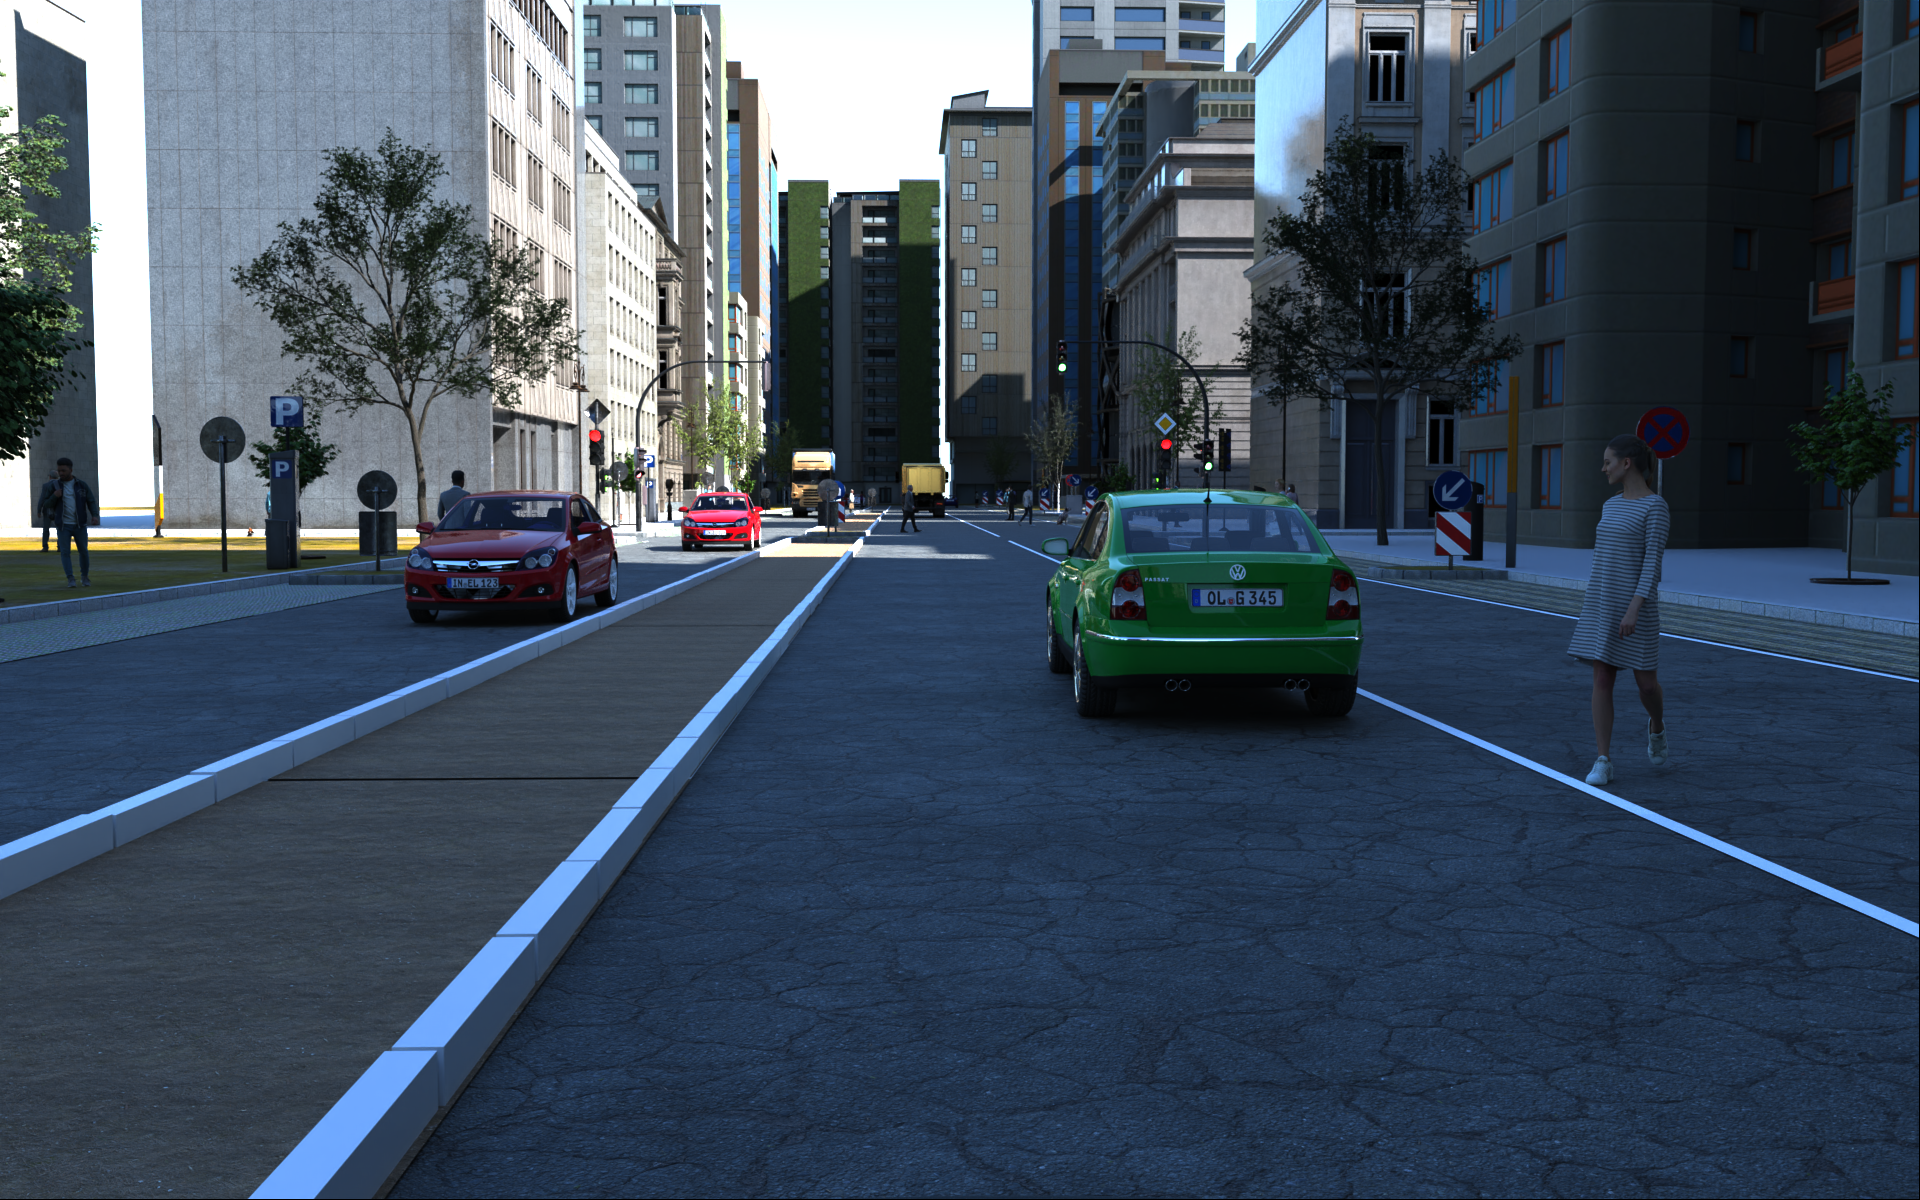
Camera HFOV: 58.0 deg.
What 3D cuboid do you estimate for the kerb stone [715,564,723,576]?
[{"bbox_3d":[-4.260,-0.478,30.018,0.120,0.150,1.000,0,4,-2],"label":"kerb stone"}]

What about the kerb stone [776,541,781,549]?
[{"bbox_3d":[-4.755,-1.355,44.347,0.120,0.150,1.000,0,4,-2],"label":"kerb stone"}]

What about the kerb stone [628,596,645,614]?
[{"bbox_3d":[-3.944,0.085,20.806,0.120,0.150,1.000,0,4,-2],"label":"kerb stone"}]

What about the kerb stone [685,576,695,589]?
[{"bbox_3d":[-4.121,-0.221,25.928,0.120,0.150,1.000,0,4,-2],"label":"kerb stone"}]

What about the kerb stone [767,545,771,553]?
[{"bbox_3d":[-4.655,-1.167,41.276,0.120,0.150,1.000,0,4,-2],"label":"kerb stone"}]

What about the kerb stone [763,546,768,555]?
[{"bbox_3d":[-4.615,-1.103,40.255,0.120,0.150,1.000,0,4,-2],"label":"kerb stone"}]

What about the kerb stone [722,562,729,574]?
[{"bbox_3d":[-4.294,-0.541,31.049,0.120,0.150,1.000,0,4,-2],"label":"kerb stone"}]

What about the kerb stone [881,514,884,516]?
[{"bbox_3d":[-4.490,-4.589,97.266,0.120,0.150,1.000,0,4,-2],"label":"kerb stone"}]

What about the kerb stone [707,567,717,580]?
[{"bbox_3d":[-4.218,-0.416,28.997,0.120,0.150,1.000,0,4,-2],"label":"kerb stone"}]

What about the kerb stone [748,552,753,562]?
[{"bbox_3d":[-4.471,-0.854,36.161,0.120,0.150,1.000,0,4,-2],"label":"kerb stone"}]

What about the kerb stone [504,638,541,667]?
[{"bbox_3d":[-3.734,0.462,14.645,0.120,0.150,1.000,0,4,-2],"label":"kerb stone"}]

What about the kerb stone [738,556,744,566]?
[{"bbox_3d":[-4.405,-0.729,34.118,0.120,0.150,1.000,0,4,-2],"label":"kerb stone"}]

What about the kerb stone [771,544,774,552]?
[{"bbox_3d":[-4.691,-1.226,42.299,0.120,0.150,1.000,0,4,-2],"label":"kerb stone"}]

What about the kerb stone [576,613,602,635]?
[{"bbox_3d":[-3.839,0.274,17.729,0.120,0.150,1.000,0,4,-2],"label":"kerb stone"}]

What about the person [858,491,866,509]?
[{"bbox_3d":[-9.603,-9.739,168.413,0.721,1.739,1.217,3,5,43],"label":"person"}]

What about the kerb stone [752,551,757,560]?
[{"bbox_3d":[-4.508,-0.916,37.183,0.120,0.150,1.000,0,4,-2],"label":"kerb stone"}]

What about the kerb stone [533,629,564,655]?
[{"bbox_3d":[-3.766,0.399,15.676,0.120,0.150,1.000,0,4,-2],"label":"kerb stone"}]

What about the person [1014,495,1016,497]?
[{"bbox_3d":[5.548,-11.064,186.898,0.705,1.831,1.348,-3,5,-44],"label":"person"}]

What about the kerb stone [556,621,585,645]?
[{"bbox_3d":[-3.798,0.336,16.699,0.120,0.150,1.000,0,4,-2],"label":"kerb stone"}]

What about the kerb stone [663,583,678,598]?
[{"bbox_3d":[-4.050,-0.103,23.881,0.120,0.150,1.000,0,4,-2],"label":"kerb stone"}]

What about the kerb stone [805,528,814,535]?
[{"bbox_3d":[-5.343,-2.393,61.328,0.120,0.150,1.000,0,4,-2],"label":"kerb stone"}]

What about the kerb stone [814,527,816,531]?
[{"bbox_3d":[-5.377,-2.456,62.352,0.120,0.150,1.000,0,4,-2],"label":"kerb stone"}]

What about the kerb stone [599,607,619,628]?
[{"bbox_3d":[-3.863,0.215,18.751,0.120,0.150,1.000,0,4,-2],"label":"kerb stone"}]

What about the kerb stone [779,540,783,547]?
[{"bbox_3d":[-4.791,-1.417,45.368,0.120,0.150,1.000,0,4,-2],"label":"kerb stone"}]

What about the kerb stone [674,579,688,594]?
[{"bbox_3d":[-4.077,-0.166,24.903,0.120,0.150,1.000,0,4,-2],"label":"kerb stone"}]

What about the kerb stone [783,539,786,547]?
[{"bbox_3d":[-4.835,-1.480,46.389,0.120,0.150,1.000,0,4,-2],"label":"kerb stone"}]

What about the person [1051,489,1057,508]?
[{"bbox_3d":[8.408,-9.049,154.447,0.568,1.767,0.683,-1,4,-16],"label":"person"}]

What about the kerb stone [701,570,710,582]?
[{"bbox_3d":[-4.200,-0.352,27.972,0.120,0.150,1.000,0,4,-2],"label":"kerb stone"}]

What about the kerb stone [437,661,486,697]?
[{"bbox_3d":[-3.648,0.587,12.600,0.120,0.150,1.000,0,4,-2],"label":"kerb stone"}]

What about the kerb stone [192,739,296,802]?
[{"bbox_3d":[-3.508,0.838,8.494,0.120,0.150,1.000,0,4,-2],"label":"kerb stone"}]

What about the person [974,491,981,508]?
[{"bbox_3d":[1.807,-10.325,178.095,0.721,1.735,1.217,-2,4,-32],"label":"person"}]

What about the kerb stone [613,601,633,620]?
[{"bbox_3d":[-3.903,0.148,19.775,0.120,0.150,1.000,0,4,-2],"label":"kerb stone"}]

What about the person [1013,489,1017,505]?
[{"bbox_3d":[6.491,-12.135,204.315,0.709,1.838,0.599,3,5,41],"label":"person"}]

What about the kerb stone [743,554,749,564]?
[{"bbox_3d":[-4.439,-0.792,35.139,0.120,0.150,1.000,0,4,-2],"label":"kerb stone"}]

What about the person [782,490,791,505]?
[{"bbox_3d":[-20.089,-11.858,200.648,1.217,1.735,0.721,0,4,2],"label":"person"}]

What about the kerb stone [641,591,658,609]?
[{"bbox_3d":[-3.976,0.023,21.828,0.120,0.150,1.000,0,4,-2],"label":"kerb stone"}]

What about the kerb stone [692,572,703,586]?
[{"bbox_3d":[-4.155,-0.291,26.951,0.120,0.150,1.000,0,4,-2],"label":"kerb stone"}]

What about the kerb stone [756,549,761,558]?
[{"bbox_3d":[-4.549,-0.975,38.204,0.120,0.150,1.000,0,4,-2],"label":"kerb stone"}]

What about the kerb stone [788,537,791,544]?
[{"bbox_3d":[-4.900,-1.605,48.432,0.120,0.150,1.000,0,4,-2],"label":"kerb stone"}]

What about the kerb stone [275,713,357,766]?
[{"bbox_3d":[-3.546,0.775,9.517,0.120,0.150,1.000,0,4,-2],"label":"kerb stone"}]

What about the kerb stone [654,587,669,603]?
[{"bbox_3d":[-4.005,-0.041,22.860,0.120,0.150,1.000,0,4,-2],"label":"kerb stone"}]

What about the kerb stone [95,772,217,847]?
[{"bbox_3d":[-3.472,0.909,7.466,0.120,0.150,1.000,0,4,-2],"label":"kerb stone"}]

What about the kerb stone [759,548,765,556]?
[{"bbox_3d":[-4.577,-1.040,39.234,0.120,0.150,1.000,0,4,-2],"label":"kerb stone"}]

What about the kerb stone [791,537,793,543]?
[{"bbox_3d":[-4.931,-1.667,49.461,0.120,0.150,1.000,0,4,-2],"label":"kerb stone"}]

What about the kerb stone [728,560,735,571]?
[{"bbox_3d":[-4.331,-0.604,32.076,0.120,0.150,1.000,0,4,-2],"label":"kerb stone"}]

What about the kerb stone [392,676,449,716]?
[{"bbox_3d":[-3.620,0.650,11.561,0.120,0.150,1.000,0,4,-2],"label":"kerb stone"}]

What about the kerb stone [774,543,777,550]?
[{"bbox_3d":[-4.727,-1.292,43.322,0.120,0.150,1.000,0,4,-2],"label":"kerb stone"}]

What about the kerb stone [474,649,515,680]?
[{"bbox_3d":[-3.691,0.524,13.621,0.120,0.150,1.000,0,4,-2],"label":"kerb stone"}]

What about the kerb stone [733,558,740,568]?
[{"bbox_3d":[-4.365,-0.662,33.097,0.120,0.150,1.000,0,4,-2],"label":"kerb stone"}]

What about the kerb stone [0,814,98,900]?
[{"bbox_3d":[-3.439,0.963,6.443,0.120,0.150,1.000,0,4,-2],"label":"kerb stone"}]

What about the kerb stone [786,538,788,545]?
[{"bbox_3d":[-4.861,-1.542,47.410,0.120,0.150,1.000,0,4,-2],"label":"kerb stone"}]

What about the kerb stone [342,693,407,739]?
[{"bbox_3d":[-3.582,0.714,10.538,0.120,0.150,1.000,0,4,-2],"label":"kerb stone"}]
